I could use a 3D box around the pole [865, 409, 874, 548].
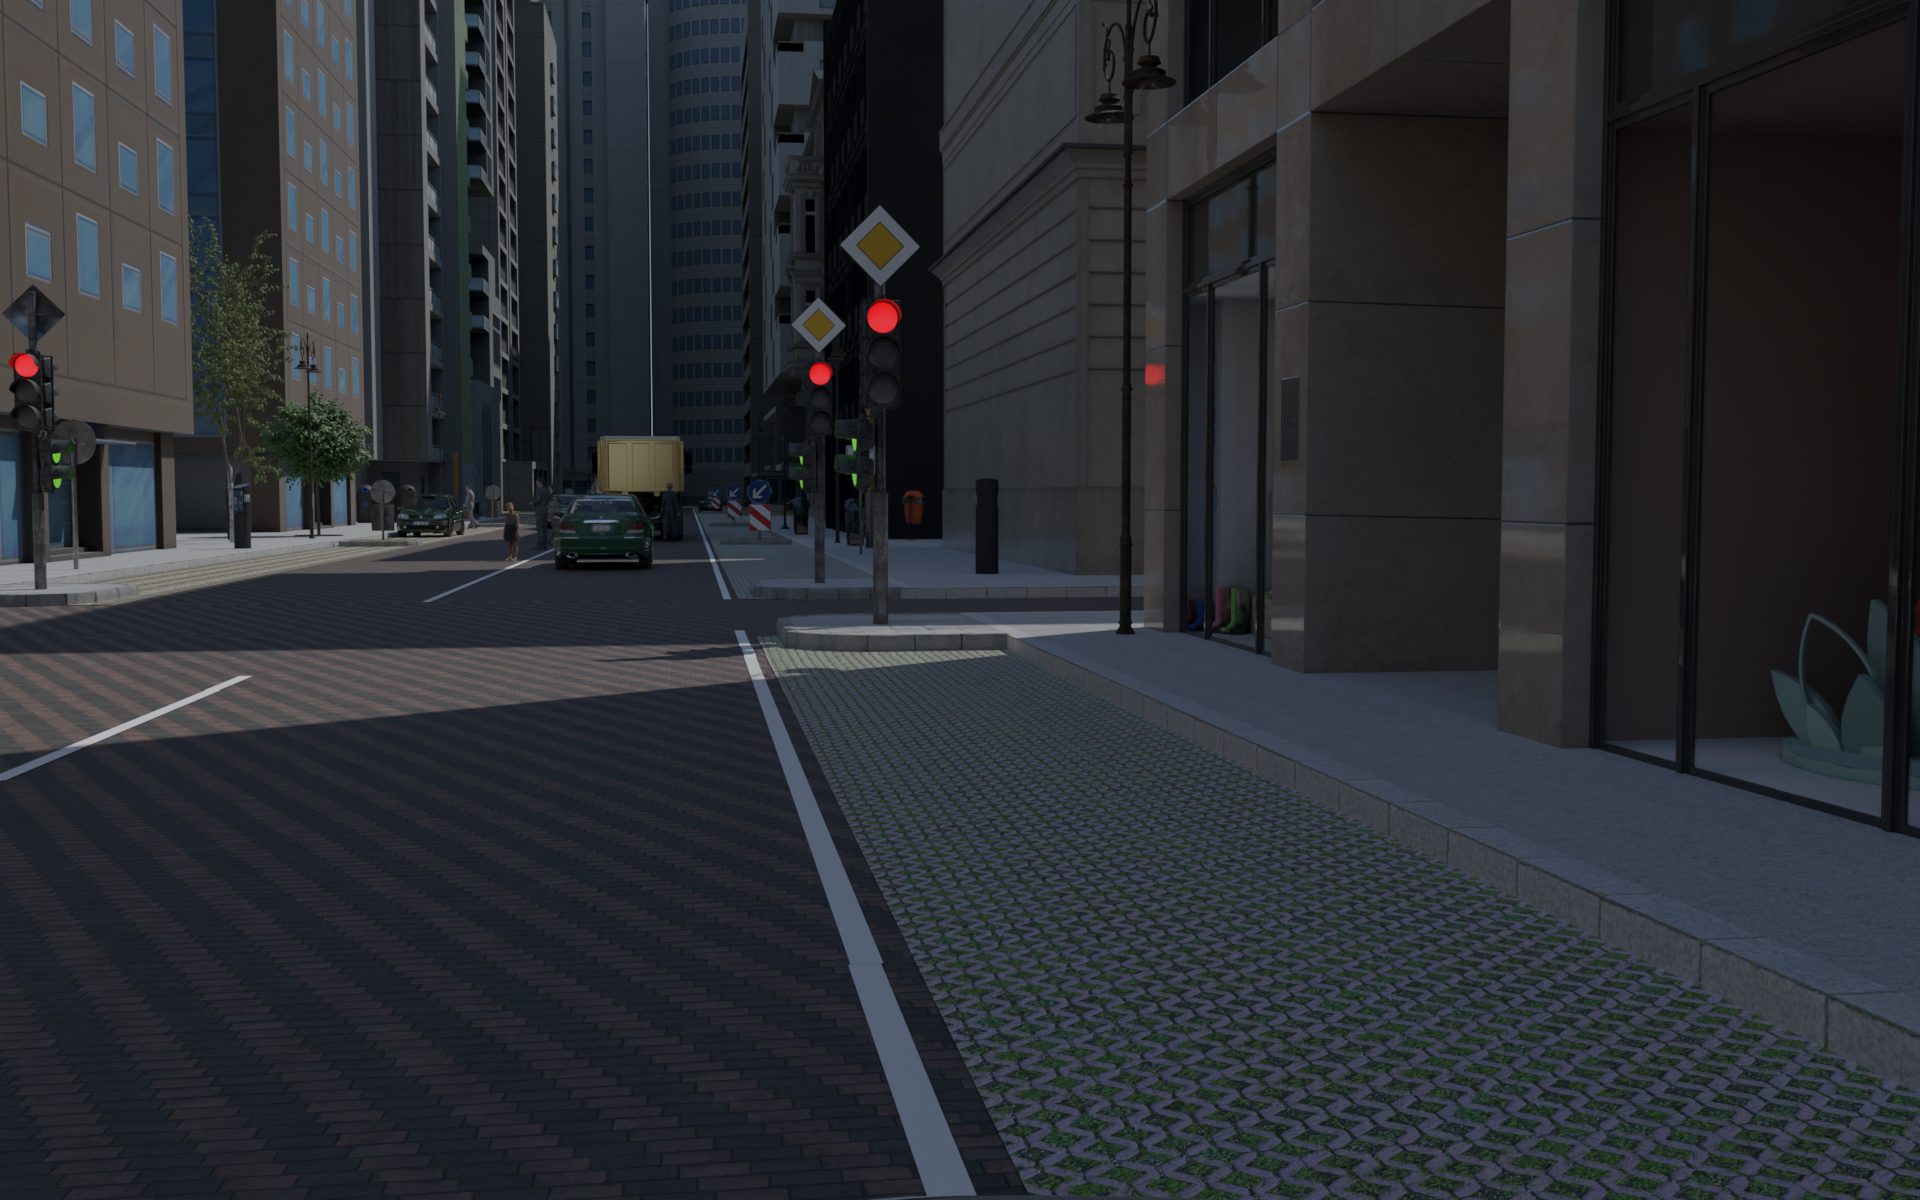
[{"bbox_3d":[-2.127,-2.873,40.824,0.158,3.312,0.155,0,3,0],"label":"pole"}]

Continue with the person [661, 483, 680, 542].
[{"bbox_3d":[-8.633,-2.612,51.630,0.576,1.772,0.534,0,4,-7],"label":"person"}]

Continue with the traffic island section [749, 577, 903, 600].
[{"bbox_3d":[-2.001,-0.166,24.990,2.009,0.180,2.903,-1,4,-9],"label":"traffic island section"}]

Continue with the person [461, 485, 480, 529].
[{"bbox_3d":[-20.136,-3.822,71.104,0.853,1.813,0.709,0,4,-8],"label":"person"}]

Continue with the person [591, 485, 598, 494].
[{"bbox_3d":[-14.396,-3.610,67.918,0.834,1.777,0.661,-2,4,-32],"label":"person"}]

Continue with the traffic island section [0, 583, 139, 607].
[{"bbox_3d":[-12.416,-0.066,23.363,2.009,0.180,2.903,-1,4,-9],"label":"traffic island section"}]

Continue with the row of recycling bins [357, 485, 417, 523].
[{"bbox_3d":[-26.018,-4.281,77.108,3.534,1.692,1.069,-1,4,-13],"label":"row of recycling bins"}]

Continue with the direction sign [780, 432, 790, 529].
[{"bbox_3d":[-6.417,-4.373,63.504,0.379,3.537,0.876,-1,4,-20],"label":"direction sign"}]

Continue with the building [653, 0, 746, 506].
[{"bbox_3d":[-20.364,-39.870,193.875,28.212,58.520,21.231,-1,4,-9],"label":"building"}]

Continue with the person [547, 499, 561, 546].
[{"bbox_3d":[-11.118,-2.130,47.601,0.640,1.303,0.475,1,4,20],"label":"person"}]

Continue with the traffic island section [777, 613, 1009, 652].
[{"bbox_3d":[-0.761,0.317,17.101,2.009,0.180,2.903,-1,4,-9],"label":"traffic island section"}]

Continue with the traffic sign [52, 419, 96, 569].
[{"bbox_3d":[-15.103,-1.799,29.517,0.768,2.556,0.104,0,4,0],"label":"traffic sign"}]

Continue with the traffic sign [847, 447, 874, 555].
[{"bbox_3d":[-2.097,-2.107,36.572,0.606,2.300,0.079,0,4,-4],"label":"traffic sign"}]

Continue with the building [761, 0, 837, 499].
[{"bbox_3d":[0.680,-32.249,116.502,28.713,52.752,27.495,-1,4,-9],"label":"building"}]

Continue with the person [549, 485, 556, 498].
[{"bbox_3d":[-19.283,-4.497,81.807,0.755,1.850,0.659,-1,4,-21],"label":"person"}]

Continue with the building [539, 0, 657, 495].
[{"bbox_3d":[-48.242,-39.606,189.555,28.212,58.520,21.231,-1,4,-9],"label":"building"}]

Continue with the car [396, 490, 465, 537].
[{"bbox_3d":[-17.823,-2.972,58.383,2.009,1.686,4.222,0,4,-7],"label":"car"}]

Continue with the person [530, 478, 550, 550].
[{"bbox_3d":[-10.904,-2.234,44.826,0.447,1.846,0.655,1,4,11],"label":"person"}]

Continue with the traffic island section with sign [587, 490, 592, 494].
[{"bbox_3d":[-32.122,-8.691,150.731,1.989,1.847,2.006,-1,4,-9],"label":"traffic island section with sign"}]

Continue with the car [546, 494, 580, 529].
[{"bbox_3d":[-16.585,-3.753,73.159,2.131,1.459,4.920,-1,4,-10],"label":"car"}]

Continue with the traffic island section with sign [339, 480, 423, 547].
[{"bbox_3d":[-15.922,-2.391,47.719,1.989,1.847,2.006,-1,4,-9],"label":"traffic island section with sign"}]

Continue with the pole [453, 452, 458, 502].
[{"bbox_3d":[-24.387,-5.499,83.749,0.158,3.312,0.155,0,3,0],"label":"pole"}]

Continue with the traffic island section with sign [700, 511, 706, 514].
[{"bbox_3d":[-17.933,-7.198,126.323,1.989,1.847,2.006,-1,4,-9],"label":"traffic island section with sign"}]

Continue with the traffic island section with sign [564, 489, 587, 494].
[{"bbox_3d":[-27.924,-7.053,123.940,1.989,1.847,2.006,-1,4,-9],"label":"traffic island section with sign"}]

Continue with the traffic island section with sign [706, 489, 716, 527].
[{"bbox_3d":[-10.092,-4.148,76.455,1.989,1.847,2.006,-1,4,-9],"label":"traffic island section with sign"}]

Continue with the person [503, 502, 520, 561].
[{"bbox_3d":[-9.579,-1.456,36.978,0.362,1.253,0.373,2,4,24],"label":"person"}]

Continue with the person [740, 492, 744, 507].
[{"bbox_3d":[-22.195,-10.364,178.675,1.217,1.735,0.721,1,4,20],"label":"person"}]

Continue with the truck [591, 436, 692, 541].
[{"bbox_3d":[-10.434,-3.722,56.781,3.469,3.379,9.791,-1,4,-10],"label":"truck"}]

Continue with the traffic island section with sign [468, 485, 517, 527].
[{"bbox_3d":[-20.237,-4.070,75.174,1.989,1.847,2.006,-1,4,-9],"label":"traffic island section with sign"}]

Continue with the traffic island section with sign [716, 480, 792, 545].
[{"bbox_3d":[-5.847,-2.492,49.365,1.989,1.847,2.006,-1,4,-9],"label":"traffic island section with sign"}]

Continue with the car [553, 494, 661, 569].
[{"bbox_3d":[-7.041,-1.387,34.471,2.131,1.459,4.920,-1,4,-9],"label":"car"}]

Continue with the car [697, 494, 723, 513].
[{"bbox_3d":[-18.871,-7.401,130.800,2.009,1.686,4.222,-1,4,-10],"label":"car"}]

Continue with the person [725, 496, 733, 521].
[{"bbox_3d":[-12.328,-5.133,92.990,0.524,1.755,0.480,-1,4,-20],"label":"person"}]
